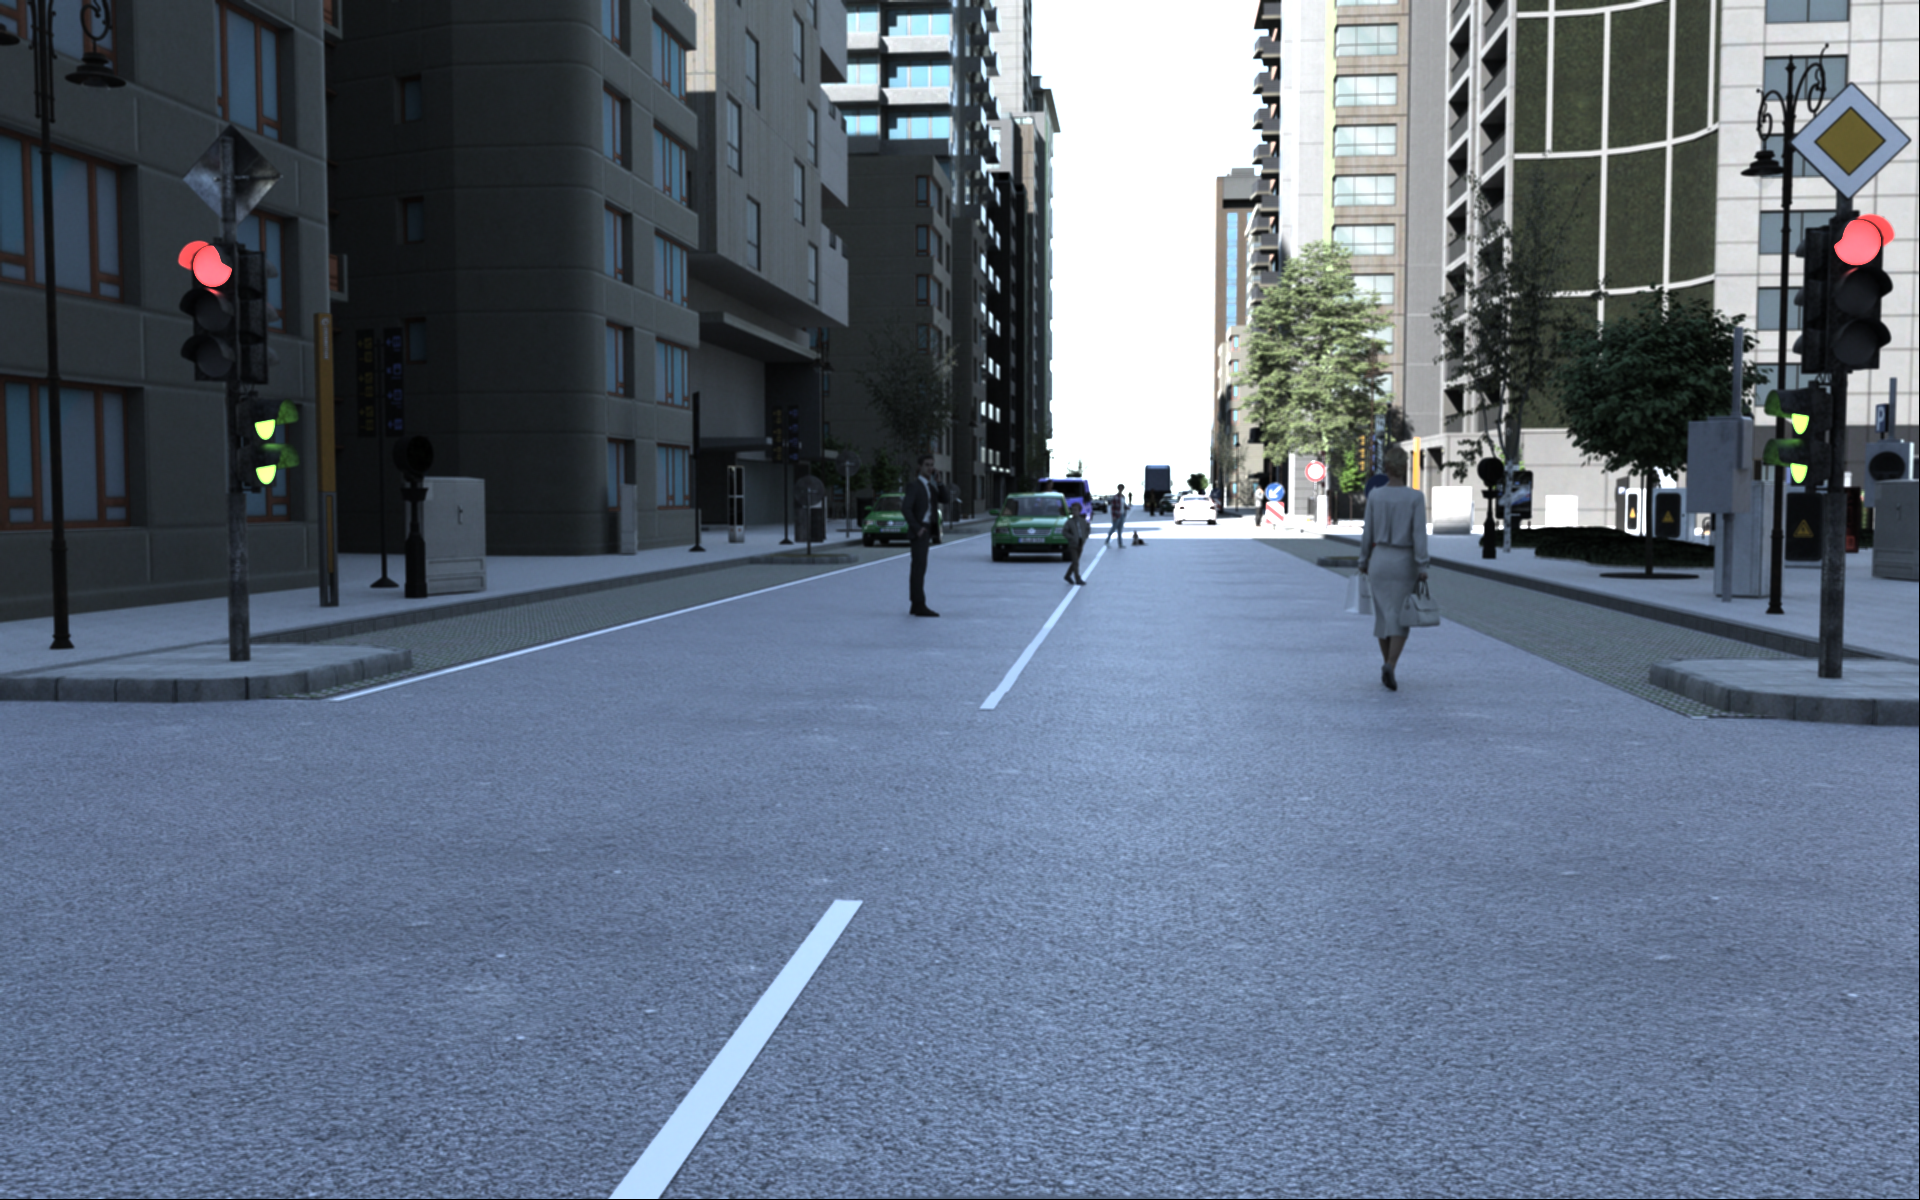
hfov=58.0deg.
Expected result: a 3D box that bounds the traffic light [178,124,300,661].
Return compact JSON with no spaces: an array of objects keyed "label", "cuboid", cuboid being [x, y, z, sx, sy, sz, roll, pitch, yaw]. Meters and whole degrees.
[{"label":"traffic light","cuboid":[-5.529,-1.486,13.217,0.839,4.253,0.868,0,4,6]}]

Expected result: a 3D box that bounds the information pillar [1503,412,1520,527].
[{"label":"information pillar","cuboid":[15.706,-3.546,49.332,0.183,3.616,0.504,-2,4,-31]}]

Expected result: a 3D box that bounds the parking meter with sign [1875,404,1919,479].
[{"label":"parking meter with sign","cuboid":[18.698,-2.277,33.495,1.738,3.016,0.543,1,4,9]}]

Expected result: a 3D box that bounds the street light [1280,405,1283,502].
[{"label":"street light","cuboid":[15.987,-6.935,86.172,0.468,5.910,1.993,0,4,6]}]

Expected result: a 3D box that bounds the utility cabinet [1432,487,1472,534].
[{"label":"utility cabinet","cuboid":[15.489,-2.804,54.523,1.173,1.500,0.318,1,4,21]}]

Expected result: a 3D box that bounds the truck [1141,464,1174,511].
[{"label":"truck","cuboid":[17.257,-9.841,150.666,2.967,4.110,18.799,0,4,6]}]

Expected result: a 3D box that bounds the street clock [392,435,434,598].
[{"label":"street clock","cuboid":[-6.719,-1.025,21.333,0.358,2.002,0.471,2,4,27]}]

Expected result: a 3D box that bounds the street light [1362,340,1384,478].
[{"label":"street light","cuboid":[12.383,-4.850,52.079,0.468,5.910,1.993,0,4,6]}]

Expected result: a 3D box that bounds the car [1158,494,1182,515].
[{"label":"car","cuboid":[14.606,-6.536,118.666,2.131,1.459,4.920,0,4,8]}]

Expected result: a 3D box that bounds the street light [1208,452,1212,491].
[{"label":"street light","cuboid":[25.517,-12.442,176.217,0.468,5.910,1.993,0,4,6]}]

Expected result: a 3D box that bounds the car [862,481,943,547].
[{"label":"car","cuboid":[-1.577,-2.417,48.314,1.959,1.807,4.718,0,4,7]}]

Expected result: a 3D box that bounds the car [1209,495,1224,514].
[{"label":"car","cuboid":[17.793,-6.751,122.961,1.945,1.354,3.894,0,4,6]}]

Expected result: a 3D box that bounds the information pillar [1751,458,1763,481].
[{"label":"information pillar","cuboid":[16.373,-1.919,35.874,0.304,2.012,0.304,-2,4,-29]}]

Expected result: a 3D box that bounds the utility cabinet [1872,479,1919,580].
[{"label":"utility cabinet","cuboid":[14.114,-1.053,25.904,0.318,1.500,1.173,0,4,-1]}]

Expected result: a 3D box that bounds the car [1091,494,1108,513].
[{"label":"car","cuboid":[10.296,-7.450,131.591,2.009,1.686,4.222,0,4,7]}]

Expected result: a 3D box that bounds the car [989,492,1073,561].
[{"label":"car","cuboid":[1.661,-1.803,38.277,1.959,1.807,4.718,0,4,4]}]

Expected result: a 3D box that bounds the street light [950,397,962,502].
[{"label":"street light","cuboid":[-0.212,-6.704,82.402,0.468,5.910,1.993,0,4,6]}]

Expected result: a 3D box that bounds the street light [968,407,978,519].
[{"label":"street light","cuboid":[0.678,-7.200,90.509,0.468,5.910,1.993,0,4,6]}]

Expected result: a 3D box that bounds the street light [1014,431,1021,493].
[{"label":"street light","cuboid":[4.168,-9.280,124.516,0.468,5.910,1.993,0,4,6]}]

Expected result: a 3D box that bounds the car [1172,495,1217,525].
[{"label":"car","cuboid":[10.946,-4.178,80.676,2.083,1.381,4.827,0,4,5]}]

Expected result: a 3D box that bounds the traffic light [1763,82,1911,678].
[{"label":"traffic light","cuboid":[6.069,-1.412,12.006,0.839,4.253,0.868,0,4,6]}]

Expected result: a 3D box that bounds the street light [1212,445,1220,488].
[{"label":"street light","cuboid":[23.950,-11.506,160.902,0.468,5.910,1.993,0,4,6]}]

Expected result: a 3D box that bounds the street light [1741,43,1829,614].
[{"label":"street light","cuboid":[8.747,-2.790,18.409,0.468,5.910,1.993,0,4,6]}]

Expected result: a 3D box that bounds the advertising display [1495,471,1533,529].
[{"label":"advertising display","cuboid":[15.318,-2.611,47.900,0.974,1.923,0.123,2,4,28]}]

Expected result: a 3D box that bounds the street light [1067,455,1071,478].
[{"label":"street light","cuboid":[12.922,-14.274,206.162,0.468,5.910,1.993,0,4,6]}]

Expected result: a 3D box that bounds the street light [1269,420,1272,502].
[{"label":"street light","cuboid":[16.793,-7.386,93.550,0.468,5.910,1.993,0,4,6]}]

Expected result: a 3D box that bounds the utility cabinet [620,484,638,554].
[{"label":"utility cabinet","cuboid":[-7.056,-1.732,36.999,0.318,1.500,1.173,0,4,-8]}]

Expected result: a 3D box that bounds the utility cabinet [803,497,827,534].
[{"label":"utility cabinet","cuboid":[-4.658,-2.718,55.603,0.306,1.237,1.020,2,4,27]}]

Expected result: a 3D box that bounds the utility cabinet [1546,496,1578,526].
[{"label":"utility cabinet","cuboid":[20.049,-2.847,57.712,0.306,1.237,1.020,-2,4,-34]}]

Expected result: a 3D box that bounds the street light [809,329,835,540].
[{"label":"street light","cuboid":[-3.856,-4.645,48.733,0.468,5.910,1.993,0,4,6]}]

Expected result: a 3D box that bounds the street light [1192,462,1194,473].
[{"label":"street light","cuboid":[32.851,-16.626,244.618,0.468,5.910,1.993,0,4,6]}]

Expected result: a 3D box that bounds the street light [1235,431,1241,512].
[{"label":"street light","cuboid":[20.365,-9.446,127.227,0.468,5.910,1.993,0,4,6]}]

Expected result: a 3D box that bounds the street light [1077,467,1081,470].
[{"label":"street light","cuboid":[16.477,-16.343,239.993,0.468,5.910,1.993,0,4,6]}]

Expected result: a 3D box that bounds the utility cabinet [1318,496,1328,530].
[{"label":"utility cabinet","cuboid":[13.151,-3.158,62.787,0.306,1.237,1.020,1,4,17]}]

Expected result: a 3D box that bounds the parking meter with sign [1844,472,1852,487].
[{"label":"parking meter with sign","cuboid":[30.147,-3.858,59.344,1.738,3.016,0.543,1,4,20]}]

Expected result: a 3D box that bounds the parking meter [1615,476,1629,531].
[{"label":"parking meter","cuboid":[21.671,-3.119,56.704,0.399,1.863,0.255,2,4,33]}]

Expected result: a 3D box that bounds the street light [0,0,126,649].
[{"label":"street light","cuboid":[-7.462,-2.534,14.212,0.468,5.910,1.993,0,4,6]}]

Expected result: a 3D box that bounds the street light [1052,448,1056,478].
[{"label":"street light","cuboid":[9.286,-12.214,172.492,0.468,5.910,1.993,0,4,6]}]

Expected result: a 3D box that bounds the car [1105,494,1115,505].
[{"label":"car","cuboid":[17.931,-12.073,207.187,2.009,1.686,4.222,0,4,7]}]

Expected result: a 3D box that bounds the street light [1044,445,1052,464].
[{"label":"street light","cuboid":[7.862,-11.354,158.430,0.468,5.910,1.993,0,4,6]}]

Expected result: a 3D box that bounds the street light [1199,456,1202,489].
[{"label":"street light","cuboid":[29.134,-14.502,209.889,0.468,5.910,1.993,0,4,6]}]

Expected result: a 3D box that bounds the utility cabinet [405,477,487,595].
[{"label":"utility cabinet","cuboid":[-6.581,-0.829,22.231,0.318,1.500,1.173,2,4,24]}]
